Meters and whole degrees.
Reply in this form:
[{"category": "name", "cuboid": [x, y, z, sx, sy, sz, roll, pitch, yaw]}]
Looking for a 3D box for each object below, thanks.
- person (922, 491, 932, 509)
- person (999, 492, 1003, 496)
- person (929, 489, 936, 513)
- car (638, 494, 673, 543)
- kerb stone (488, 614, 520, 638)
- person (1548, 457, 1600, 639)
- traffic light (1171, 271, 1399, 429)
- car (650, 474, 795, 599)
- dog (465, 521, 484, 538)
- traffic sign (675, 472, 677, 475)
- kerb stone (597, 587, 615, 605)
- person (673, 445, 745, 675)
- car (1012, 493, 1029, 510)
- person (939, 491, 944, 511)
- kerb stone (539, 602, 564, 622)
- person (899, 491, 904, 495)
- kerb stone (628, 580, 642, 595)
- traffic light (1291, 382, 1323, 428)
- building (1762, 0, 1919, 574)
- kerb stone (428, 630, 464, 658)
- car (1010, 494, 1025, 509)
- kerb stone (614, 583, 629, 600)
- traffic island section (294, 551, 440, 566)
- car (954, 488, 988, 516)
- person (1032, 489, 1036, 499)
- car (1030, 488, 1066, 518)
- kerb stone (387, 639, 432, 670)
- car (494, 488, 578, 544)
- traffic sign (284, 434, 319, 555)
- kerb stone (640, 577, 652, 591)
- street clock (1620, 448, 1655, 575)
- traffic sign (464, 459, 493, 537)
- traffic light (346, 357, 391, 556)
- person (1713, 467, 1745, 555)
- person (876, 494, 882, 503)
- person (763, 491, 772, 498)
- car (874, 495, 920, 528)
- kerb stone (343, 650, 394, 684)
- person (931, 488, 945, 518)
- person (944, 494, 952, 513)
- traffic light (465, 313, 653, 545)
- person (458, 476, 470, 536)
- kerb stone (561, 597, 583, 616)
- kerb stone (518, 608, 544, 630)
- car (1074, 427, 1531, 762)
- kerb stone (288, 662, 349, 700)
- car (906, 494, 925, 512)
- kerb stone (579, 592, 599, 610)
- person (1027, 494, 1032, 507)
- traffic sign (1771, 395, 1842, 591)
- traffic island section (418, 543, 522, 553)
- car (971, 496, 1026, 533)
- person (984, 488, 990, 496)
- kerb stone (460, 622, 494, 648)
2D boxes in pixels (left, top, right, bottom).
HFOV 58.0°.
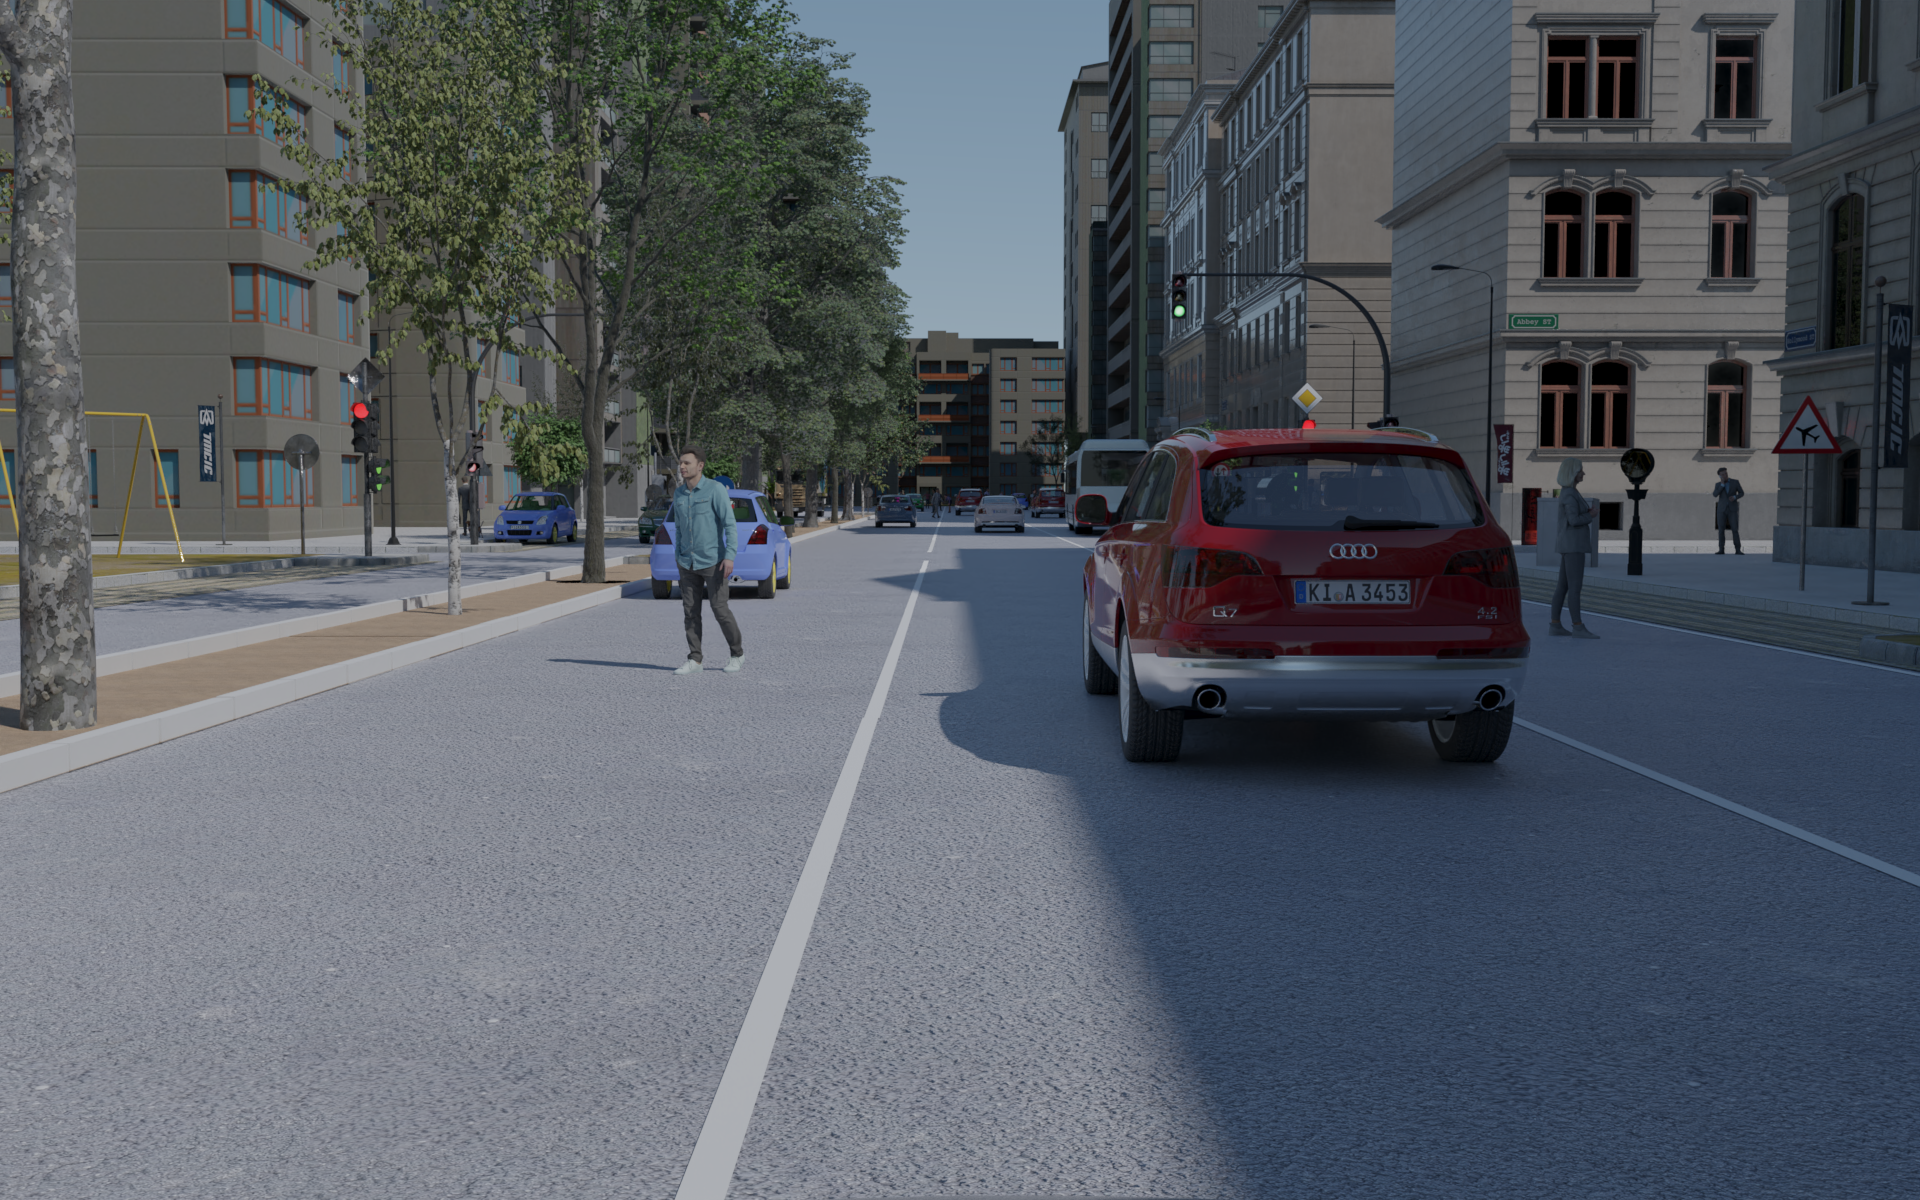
[{"category": "person", "cuboid": [-3.195, -9.861, 170.451, 1.217, 1.743, 0.721, -1, 4, -10]}, {"category": "person", "cuboid": [4.553, -10.978, 188.935, 0.756, 1.711, 0.436, -2, 4, -35]}, {"category": "person", "cuboid": [-2.032, -7.520, 131.463, 0.705, 1.822, 1.348, -1, 4, -17]}, {"category": "car", "cuboid": [-8.381, -2.451, 51.865, 2.131, 1.459, 4.920, 0, 4, 1]}, {"category": "kerb stone", "cuboid": [-4.692, 0.280, 17.625, 0.120, 0.150, 1.000, 0, 4, 0]}, {"category": "person", "cuboid": [6.211, -0.534, 17.411, 0.526, 1.800, 0.537, 2, 4, 29]}, {"category": "traffic light", "cuboid": [6.676, -3.728, 35.619, 4.771, 5.953, 1.251, 0, 4, 0]}, {"category": "car", "cuboid": [-3.382, -0.941, 24.977, 1.945, 1.707, 3.694, 0, 4, -1]}, {"category": "dog", "cuboid": [-14.207, -2.072, 50.707, 0.540, 0.507, 0.406, -1, 4, -13]}, {"category": "traffic sign", "cuboid": [-14.847, -5.641, 92.333, 0.768, 2.556, 0.104, 0, 4, 3]}, {"category": "kerb stone", "cuboid": [-4.717, -0.034, 22.748, 0.120, 0.150, 1.000, 0, 4, 0]}, {"category": "person", "cuboid": [-2.010, -0.329, 13.895, 0.660, 1.820, 0.620, 2, 4, 28]}, {"category": "car", "cuboid": [5.267, -8.947, 155.875, 1.945, 1.707, 3.694, 0, 4, 0]}, {"category": "person", "cuboid": [-1.765, -8.551, 148.862, 0.990, 1.755, 0.434, -2, 4, -26]}, {"category": "kerb stone", "cuboid": [-4.702, 0.155, 19.669, 0.120, 0.150, 1.000, 0, 4, 0]}, {"category": "person", "cuboid": [-5.561, -9.458, 163.672, 0.617, 1.759, 0.750, -1, 4, -11]}, {"category": "kerb stone", "cuboid": [-4.737, -0.159, 24.795, 0.120, 0.150, 1.000, 0, 4, 0]}, {"category": "traffic light", "cuboid": [8.719, -3.354, 43.758, 0.839, 4.253, 0.868, 0, 4, 0]}, {"category": "building", "cuboid": [20.638, -11.993, 15.178, 14.460, 24.649, 34.723, 0, 4, 0]}, {"category": "kerb stone", "cuboid": [-4.686, 0.410, 15.582, 0.120, 0.150, 1.000, 0, 4, 0]}, {"category": "car", "cuboid": [5.302, -9.183, 161.943, 2.131, 1.459, 4.920, 0, 4, -1]}, {"category": "kerb stone", "cuboid": [-4.727, -0.097, 23.773, 0.120, 0.150, 1.000, 0, 4, 0]}, {"category": "traffic island section", "cuboid": [-12.234, -0.825, 35.768, 2.009, 0.180, 2.903, 0, 4, 0]}, {"category": "car", "cuboid": [0.733, -6.613, 116.788, 2.281, 1.827, 5.304, 0, 4, 1]}, {"category": "person", "cuboid": [5.393, -6.960, 122.820, 0.750, 1.759, 0.617, 1, 4, 17]}, {"category": "car", "cuboid": [5.411, -5.855, 104.401, 2.281, 1.827, 5.304, 0, 4, -2]}, {"category": "kerb stone", "cuboid": [-4.669, 0.467, 14.558, 0.120, 0.150, 1.000, 0, 4, 0]}, {"category": "car", "cuboid": [-12.262, -2.477, 50.088, 1.945, 1.707, 3.694, 0, 4, 1]}, {"category": "traffic sign", "cuboid": [-13.935, -2.236, 36.666, 0.768, 2.556, 0.104, 0, 4, 3]}, {"category": "kerb stone", "cuboid": [-4.742, -0.220, 25.817, 0.120, 0.150, 1.000, 0, 4, 0]}, {"category": "street clock", "cuboid": [10.677, -1.393, 27.339, 0.471, 2.002, 0.358, 2, 4, 35]}, {"category": "traffic sign", "cuboid": [-14.264, -3.137, 51.301, 0.884, 2.594, 0.081, 1, 4, 8]}, {"category": "traffic light", "cuboid": [-12.194, -2.857, 35.633, 0.839, 4.253, 0.868, 0, 4, 0]}, {"category": "person", "cuboid": [16.268, -1.883, 36.636, 0.655, 1.846, 0.447, 2, 4, 26]}, {"category": "person", "cuboid": [-9.057, -11.199, 194.795, 0.628, 1.438, 0.799, 1, 4, 10]}, {"category": "person", "cuboid": [-16.198, -8.382, 143.802, 1.217, 1.735, 0.721, -1, 4, -23]}, {"category": "car", "cuboid": [-2.777, -3.877, 75.388, 2.014, 1.417, 4.499, 0, 4, 0]}, {"category": "kerb stone", "cuboid": [-4.666, 0.530, 13.537, 0.120, 0.150, 1.000, 0, 4, 0]}, {"category": "person", "cuboid": [-1.388, -5.793, 103.483, 0.850, 1.792, 0.678, 3, 5, 40]}, {"category": "person", "cuboid": [-0.886, -7.336, 131.682, 0.697, 1.427, 0.421, -3, 4, -38]}, {"category": "traffic light", "cuboid": [-10.150, -4.220, 43.666, 4.771, 5.953, 1.251, 0, 4, 0]}, {"category": "person", "cuboid": [-15.098, -2.879, 53.077, 0.622, 1.834, 0.822, -3, 4, -36]}, {"category": "kerb stone", "cuboid": [-4.710, 0.094, 20.705, 0.120, 0.150, 1.000, 0, 4, 0]}, {"category": "kerb stone", "cuboid": [-4.690, 0.220, 18.647, 0.120, 0.150, 1.000, 0, 4, 0]}, {"category": "car", "cuboid": [1.891, -0.130, 10.791, 2.281, 1.827, 5.304, 0, 4, 0]}, {"category": "kerb stone", "cuboid": [-4.666, 0.593, 12.506, 0.120, 0.150, 1.000, 0, 4, 0]}, {"category": "car", "cuboid": [-3.841, -8.154, 142.115, 1.959, 1.807, 4.718, 0, 4, -1]}, {"category": "kerb stone", "cuboid": [-4.718, 0.032, 21.727, 0.120, 0.150, 1.000, 0, 4, 0]}, {"category": "person", "cuboid": [7.530, -10.806, 188.444, 0.557, 1.426, 1.065, 3, 4, 38]}, {"category": "traffic sign", "cuboid": [11.186, -1.403, 22.938, 0.884, 2.594, 0.081, 1, 4, 9]}, {"category": "traffic island section", "cuboid": [-12.281, -1.313, 43.753, 2.009, 0.180, 2.903, 0, 4, 0]}, {"category": "car", "cuboid": [1.473, -3.258, 65.638, 2.083, 1.381, 4.827, 0, 3, 0]}, {"category": "person", "cuboid": [2.055, -7.043, 123.516, 0.599, 1.838, 0.709, 3, 4, 36]}, {"category": "kerb stone", "cuboid": [-4.684, 0.346, 16.603, 0.120, 0.150, 1.000, 0, 4, 0]}]
